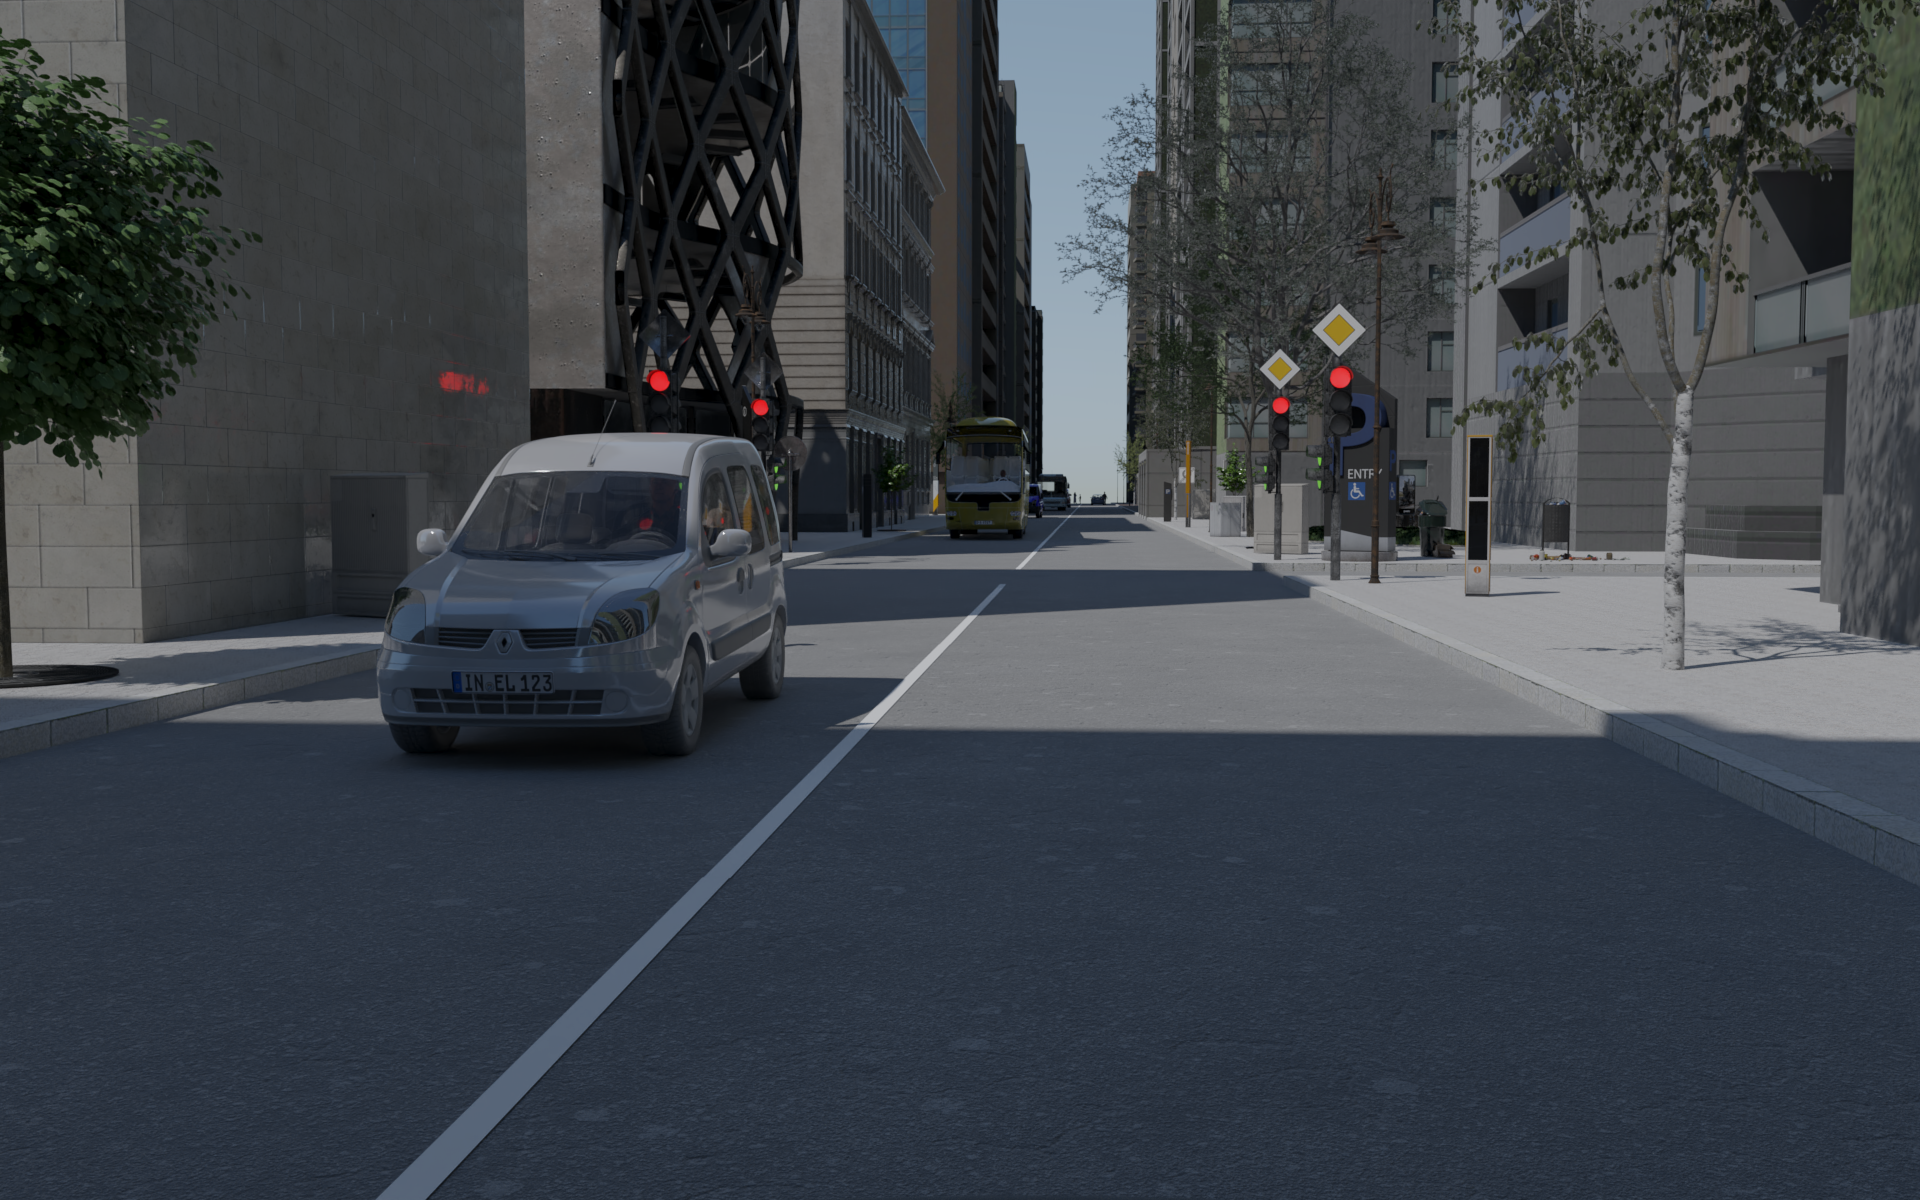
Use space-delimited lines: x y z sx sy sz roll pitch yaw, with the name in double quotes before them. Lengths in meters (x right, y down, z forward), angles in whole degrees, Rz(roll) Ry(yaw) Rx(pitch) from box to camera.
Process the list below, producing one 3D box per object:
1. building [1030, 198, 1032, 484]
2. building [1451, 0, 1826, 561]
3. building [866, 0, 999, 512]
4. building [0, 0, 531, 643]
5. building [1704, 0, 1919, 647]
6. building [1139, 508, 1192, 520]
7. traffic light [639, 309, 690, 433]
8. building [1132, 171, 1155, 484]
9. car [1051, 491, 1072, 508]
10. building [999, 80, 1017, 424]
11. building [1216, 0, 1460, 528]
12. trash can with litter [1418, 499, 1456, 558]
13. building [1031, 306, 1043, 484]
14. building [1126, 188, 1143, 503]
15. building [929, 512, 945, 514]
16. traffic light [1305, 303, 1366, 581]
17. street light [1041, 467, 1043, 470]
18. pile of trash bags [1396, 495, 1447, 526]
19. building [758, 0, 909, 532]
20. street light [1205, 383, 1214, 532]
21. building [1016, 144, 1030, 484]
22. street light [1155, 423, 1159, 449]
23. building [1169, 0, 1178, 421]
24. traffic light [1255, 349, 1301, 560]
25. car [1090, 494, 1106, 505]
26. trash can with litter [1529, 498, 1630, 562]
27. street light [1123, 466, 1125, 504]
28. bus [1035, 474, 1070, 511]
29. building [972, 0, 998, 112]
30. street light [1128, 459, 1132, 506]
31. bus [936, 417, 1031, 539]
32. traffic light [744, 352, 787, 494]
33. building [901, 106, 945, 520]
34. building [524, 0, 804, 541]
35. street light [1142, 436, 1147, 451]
"building" 3.056 -36.499 246.865 14.600 45.320 14.200 0 4 4
"building" 28.034 -30.476 40.288 28.212 58.520 21.231 0 4 4
"building" -3.858 -30.728 152.520 14.600 45.320 14.200 0 4 4
"building" -14.995 -10.110 20.047 16.860 20.320 10.420 0 4 4
"building" 15.296 -20.330 15.987 14.154 41.232 14.086 0 4 4
"building" 20.672 -40.241 96.185 20.563 71.187 20.611 0 4 4
"traffic light" -4.477 -2.290 26.359 0.839 4.253 0.868 0 4 4
"building" 34.184 -35.179 229.802 22.147 44.769 28.867 0 4 4
"car" 10.605 -10.586 181.759 2.281 1.827 5.304 0 4 5
"building" -1.875 -29.545 166.652 14.154 41.232 14.086 0 4 4
"building" 17.775 -23.752 71.945 14.154 41.232 14.086 0 4 4
"trash can with litter" 9.753 -1.457 35.203 0.624 1.170 1.055 -1 4 -12
"building" 5.341 -29.974 261.773 14.160 30.474 14.107 0 4 4
"building" 35.507 -38.626 255.232 21.300 48.544 21.600 0 4 4
"building" -6.553 -28.522 116.450 14.600 45.320 14.200 0 4 4
"traffic light" 5.557 -2.244 25.618 0.839 4.253 0.868 0 4 4
"street light" 11.561 -16.590 244.039 0.468 5.910 1.993 0 4 4
"pile of trash bags" 16.739 -3.169 61.561 1.912 1.369 3.447 -3 5 -40
"building" -7.761 -13.304 66.677 9.793 20.994 18.267 0 4 4
"street light" 8.422 -5.211 57.993 0.468 5.910 1.993 0 4 4
"building" -1.778 -37.018 228.937 21.300 48.544 21.600 0 4 4
"street light" 12.295 -8.278 108.127 0.468 5.910 1.993 0 4 4
"building" 29.363 -32.803 125.569 28.713 52.752 27.495 0 4 4
"traffic light" 6.160 -2.731 33.580 0.839 4.253 0.868 0 4 4
"car" 17.532 -12.732 220.168 2.014 1.417 4.499 0 4 6
"trash can with litter" 11.998 -1.380 33.623 2.233 1.210 1.678 0 4 -1
"street light" 20.517 -14.929 216.883 0.468 5.910 1.993 0 4 4
"bus" 8.079 -9.659 152.788 2.948 3.499 13.247 0 4 2
"building" -8.282 -31.235 134.400 21.300 48.544 21.600 0 4 4
"street light" 18.070 -12.942 184.394 0.468 5.910 1.993 0 4 4
"bus" 1.019 -4.121 58.928 2.896 3.916 12.252 0 4 3
"traffic light" -3.874 -2.777 34.321 0.839 4.253 0.868 0 4 4
"building" -7.381 -15.312 86.506 11.583 22.565 21.152 0 4 4
"building" -12.676 -10.796 43.960 16.820 18.784 16.811 0 4 4
"street light" 14.315 -9.880 134.324 0.468 5.910 1.993 0 4 4
